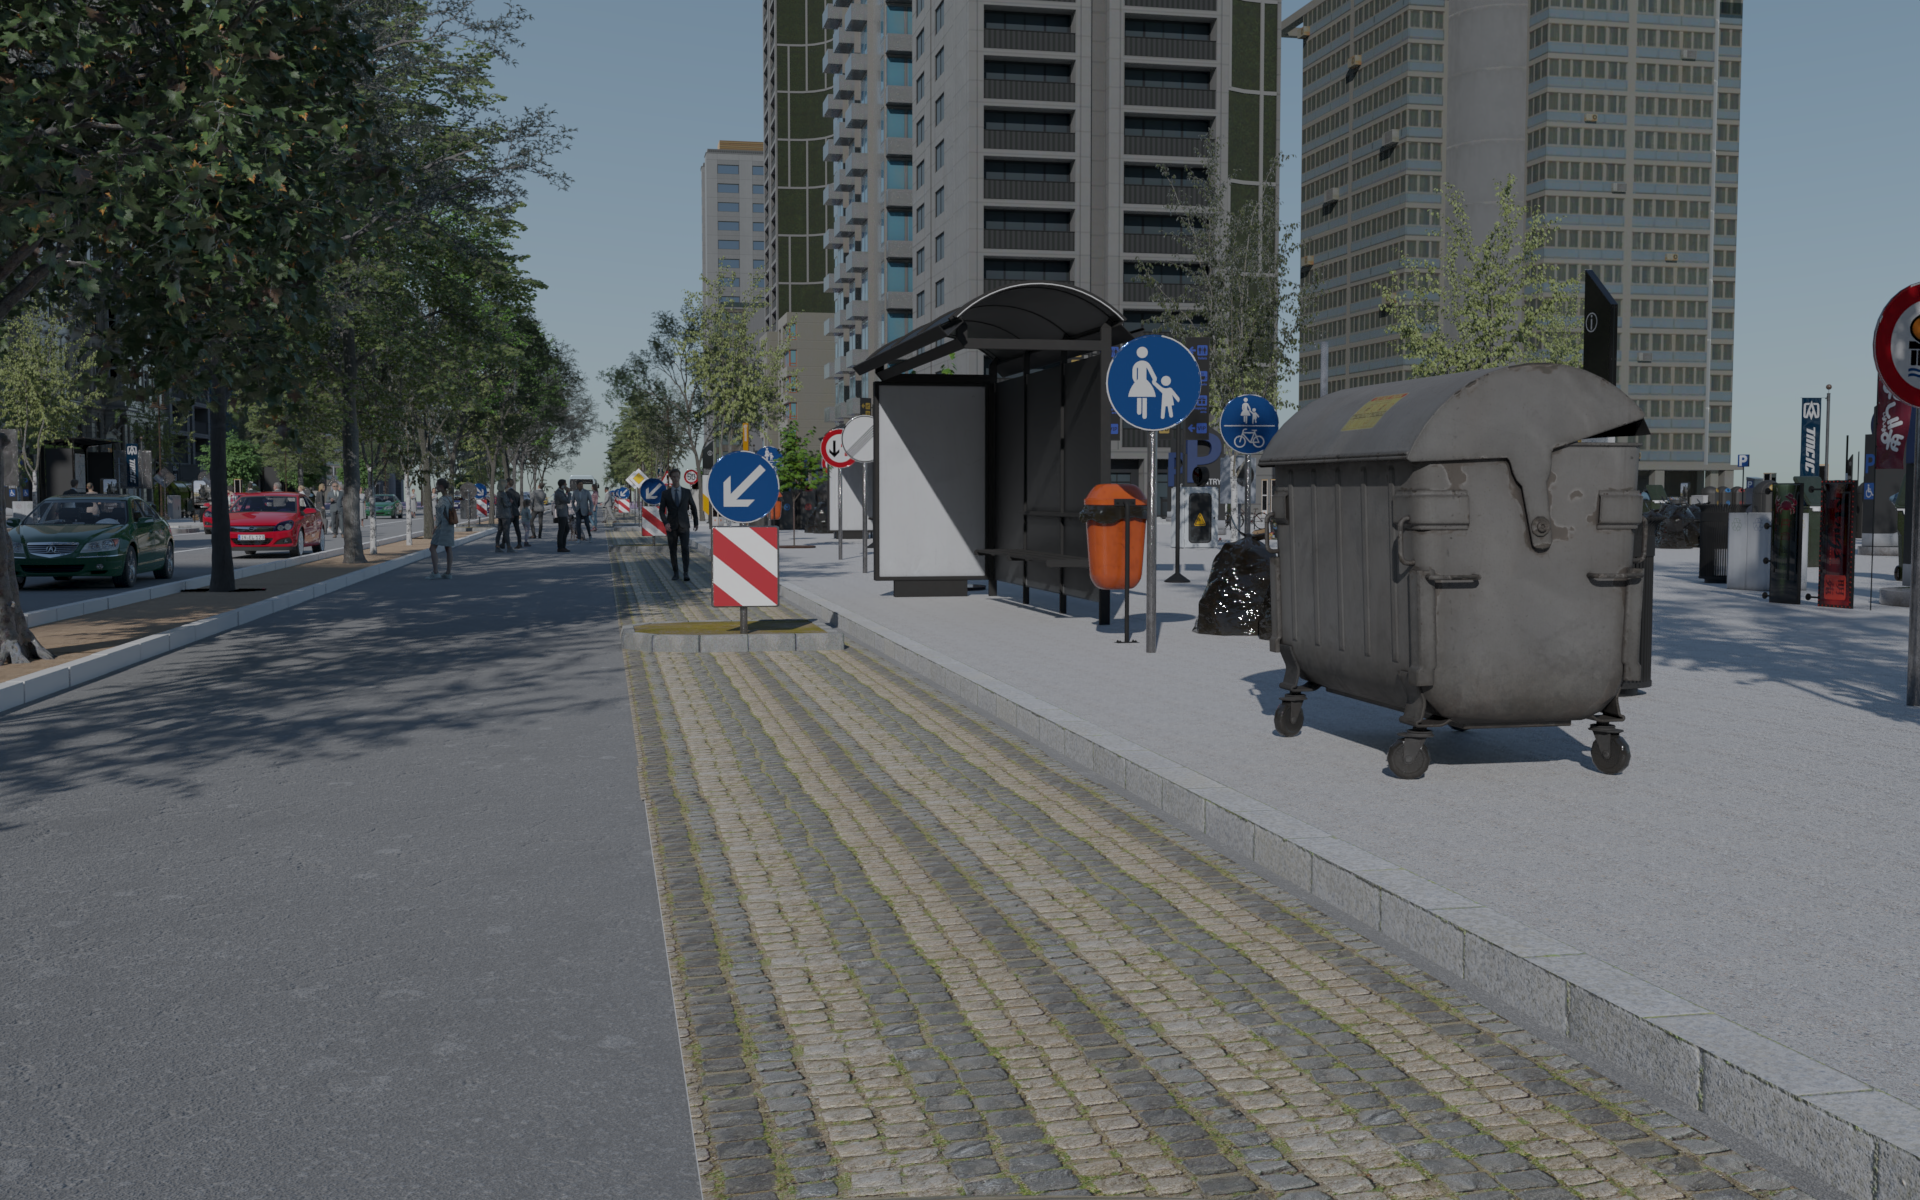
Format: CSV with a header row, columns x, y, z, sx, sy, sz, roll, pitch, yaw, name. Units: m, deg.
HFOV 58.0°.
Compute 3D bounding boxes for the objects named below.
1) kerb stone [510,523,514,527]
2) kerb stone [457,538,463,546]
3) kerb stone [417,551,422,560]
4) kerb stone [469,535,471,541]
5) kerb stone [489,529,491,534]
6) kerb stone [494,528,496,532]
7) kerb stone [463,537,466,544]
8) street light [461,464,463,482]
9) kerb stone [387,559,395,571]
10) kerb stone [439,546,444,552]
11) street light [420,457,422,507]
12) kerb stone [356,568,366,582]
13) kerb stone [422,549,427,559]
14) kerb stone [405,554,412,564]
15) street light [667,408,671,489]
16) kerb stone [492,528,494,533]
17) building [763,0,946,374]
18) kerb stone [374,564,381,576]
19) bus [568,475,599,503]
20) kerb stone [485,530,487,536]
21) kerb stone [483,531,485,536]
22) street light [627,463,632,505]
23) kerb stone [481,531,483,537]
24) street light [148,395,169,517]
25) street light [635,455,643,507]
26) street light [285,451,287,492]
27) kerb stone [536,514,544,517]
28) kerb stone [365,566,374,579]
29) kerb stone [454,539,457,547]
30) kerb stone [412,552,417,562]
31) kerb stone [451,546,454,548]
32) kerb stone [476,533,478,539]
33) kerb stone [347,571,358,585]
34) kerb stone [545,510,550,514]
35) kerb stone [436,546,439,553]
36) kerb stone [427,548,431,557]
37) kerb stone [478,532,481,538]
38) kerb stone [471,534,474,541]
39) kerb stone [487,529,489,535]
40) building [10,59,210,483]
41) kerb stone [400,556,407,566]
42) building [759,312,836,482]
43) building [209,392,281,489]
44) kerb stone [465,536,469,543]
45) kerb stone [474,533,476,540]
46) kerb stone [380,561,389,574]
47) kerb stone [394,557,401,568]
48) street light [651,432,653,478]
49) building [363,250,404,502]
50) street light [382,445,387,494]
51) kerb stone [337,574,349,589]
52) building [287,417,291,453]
x,y,z,sx,sy,sz,roll,pitch,yaw,name
-20.654,-3.540,80.145,0.120,0.150,1.000,-1,4,-12,kerb stone
-14.075,-1.604,48.456,0.120,0.150,1.000,-1,4,-12,kerb stone
-11.784,-0.931,37.422,0.120,0.150,1.000,-1,4,-12,kerb stone
-14.699,-1.781,51.462,0.120,0.150,1.000,-1,4,-12,kerb stone
-16.579,-2.343,60.503,0.120,0.150,1.000,-1,4,-12,kerb stone
-17.205,-2.527,63.515,0.120,0.150,1.000,-1,4,-12,kerb stone
-14.287,-1.667,49.458,0.120,0.150,1.000,-1,4,-12,kerb stone
-65.509,-15.612,228.046,0.468,5.910,1.993,-1,4,-12,street light
-10.740,-0.625,32.416,0.120,0.150,1.000,-1,4,-12,kerb stone
-12.825,-1.238,42.437,0.120,0.150,1.000,-1,4,-12,kerb stone
-54.782,-12.428,175.992,0.468,5.910,1.993,-1,4,-12,street light
-9.911,-0.380,28.409,0.120,0.150,1.000,-1,4,-12,kerb stone
-11.996,-0.993,38.425,0.120,0.150,1.000,-1,4,-12,kerb stone
-11.368,-0.807,35.419,0.120,0.150,1.000,-1,4,-12,kerb stone
-15.342,-7.238,91.133,0.468,5.910,1.993,-1,4,-12,street light
-16.995,-2.466,62.511,0.120,0.150,1.000,-1,4,-12,kerb stone
-14.084,-46.809,203.576,20.563,71.187,20.611,-1,4,-12,building
-10.329,-0.502,30.410,0.120,0.150,1.000,-1,4,-12,kerb stone
-38.009,-11.009,174.853,2.948,3.499,13.247,-1,4,-11,bus
-16.168,-2.220,58.498,0.120,0.150,1.000,-1,4,-12,kerb stone
-15.956,-2.159,57.498,0.120,0.150,1.000,-1,4,-12,kerb stone
-37.050,-13.593,195.024,0.468,5.910,1.993,-1,4,-12,street light
-15.751,-2.097,56.495,0.120,0.150,1.000,-1,4,-12,kerb stone
-33.092,-6.047,71.657,0.468,5.910,1.993,-1,4,-12,street light
-30.964,-11.830,166.200,0.468,5.910,1.993,-1,4,-12,street light
-39.060,-7.801,100.327,0.468,5.910,1.993,-1,4,-12,street light
-27.950,-5.689,115.242,0.120,0.150,1.000,-1,4,-12,kerb stone
-10.117,-0.441,29.410,0.120,0.150,1.000,-1,4,-12,kerb stone
-13.653,-1.483,46.447,0.120,0.150,1.000,-1,4,-12,kerb stone
-11.579,-0.870,36.421,0.120,0.150,1.000,-1,4,-12,kerb stone
-13.449,-1.419,45.446,0.120,0.150,1.000,-1,4,-12,kerb stone
-15.330,-1.974,54.474,0.120,0.150,1.000,-1,4,-12,kerb stone
-9.699,-0.317,27.409,0.120,0.150,1.000,-1,4,-12,kerb stone
-30.879,-6.550,129.292,0.120,0.150,1.000,-1,4,-12,kerb stone
-12.624,-1.177,41.435,0.120,0.150,1.000,-1,4,-12,kerb stone
-12.198,-1.051,39.430,0.120,0.150,1.000,-1,4,-12,kerb stone
-15.531,-2.036,55.477,0.120,0.150,1.000,-1,4,-12,kerb stone
-14.912,-1.852,52.469,0.120,0.150,1.000,-1,4,-12,kerb stone
-16.365,-2.282,59.501,0.120,0.150,1.000,-1,4,-12,kerb stone
-74.692,-43.456,148.759,20.563,71.187,20.611,-1,4,-12,building
-11.162,-0.745,34.418,0.120,0.150,1.000,-1,4,-12,kerb stone
-5.807,-20.583,181.571,27.650,21.520,28.899,-1,4,-12,building
-74.074,-31.655,167.673,14.600,45.320,14.200,-1,4,-12,building
-14.491,-1.728,50.460,0.120,0.150,1.000,-1,4,-12,kerb stone
-15.121,-1.913,53.470,0.120,0.150,1.000,-1,4,-12,kerb stone
-10.531,-0.564,31.415,0.120,0.150,1.000,-1,4,-12,kerb stone
-10.952,-0.686,33.417,0.120,0.150,1.000,-1,4,-12,kerb stone
-21.305,-8.992,119.805,0.468,5.910,1.993,-1,4,-12,street light
-100.346,-44.644,271.930,21.231,58.520,28.212,-1,4,-12,building
-48.753,-10.650,146.922,0.468,5.910,1.993,-1,4,-12,street light
-9.493,-0.257,26.403,0.120,0.150,1.000,-1,4,-12,kerb stone
-78.049,-30.495,182.179,14.154,41.232,14.086,-1,4,-12,building
